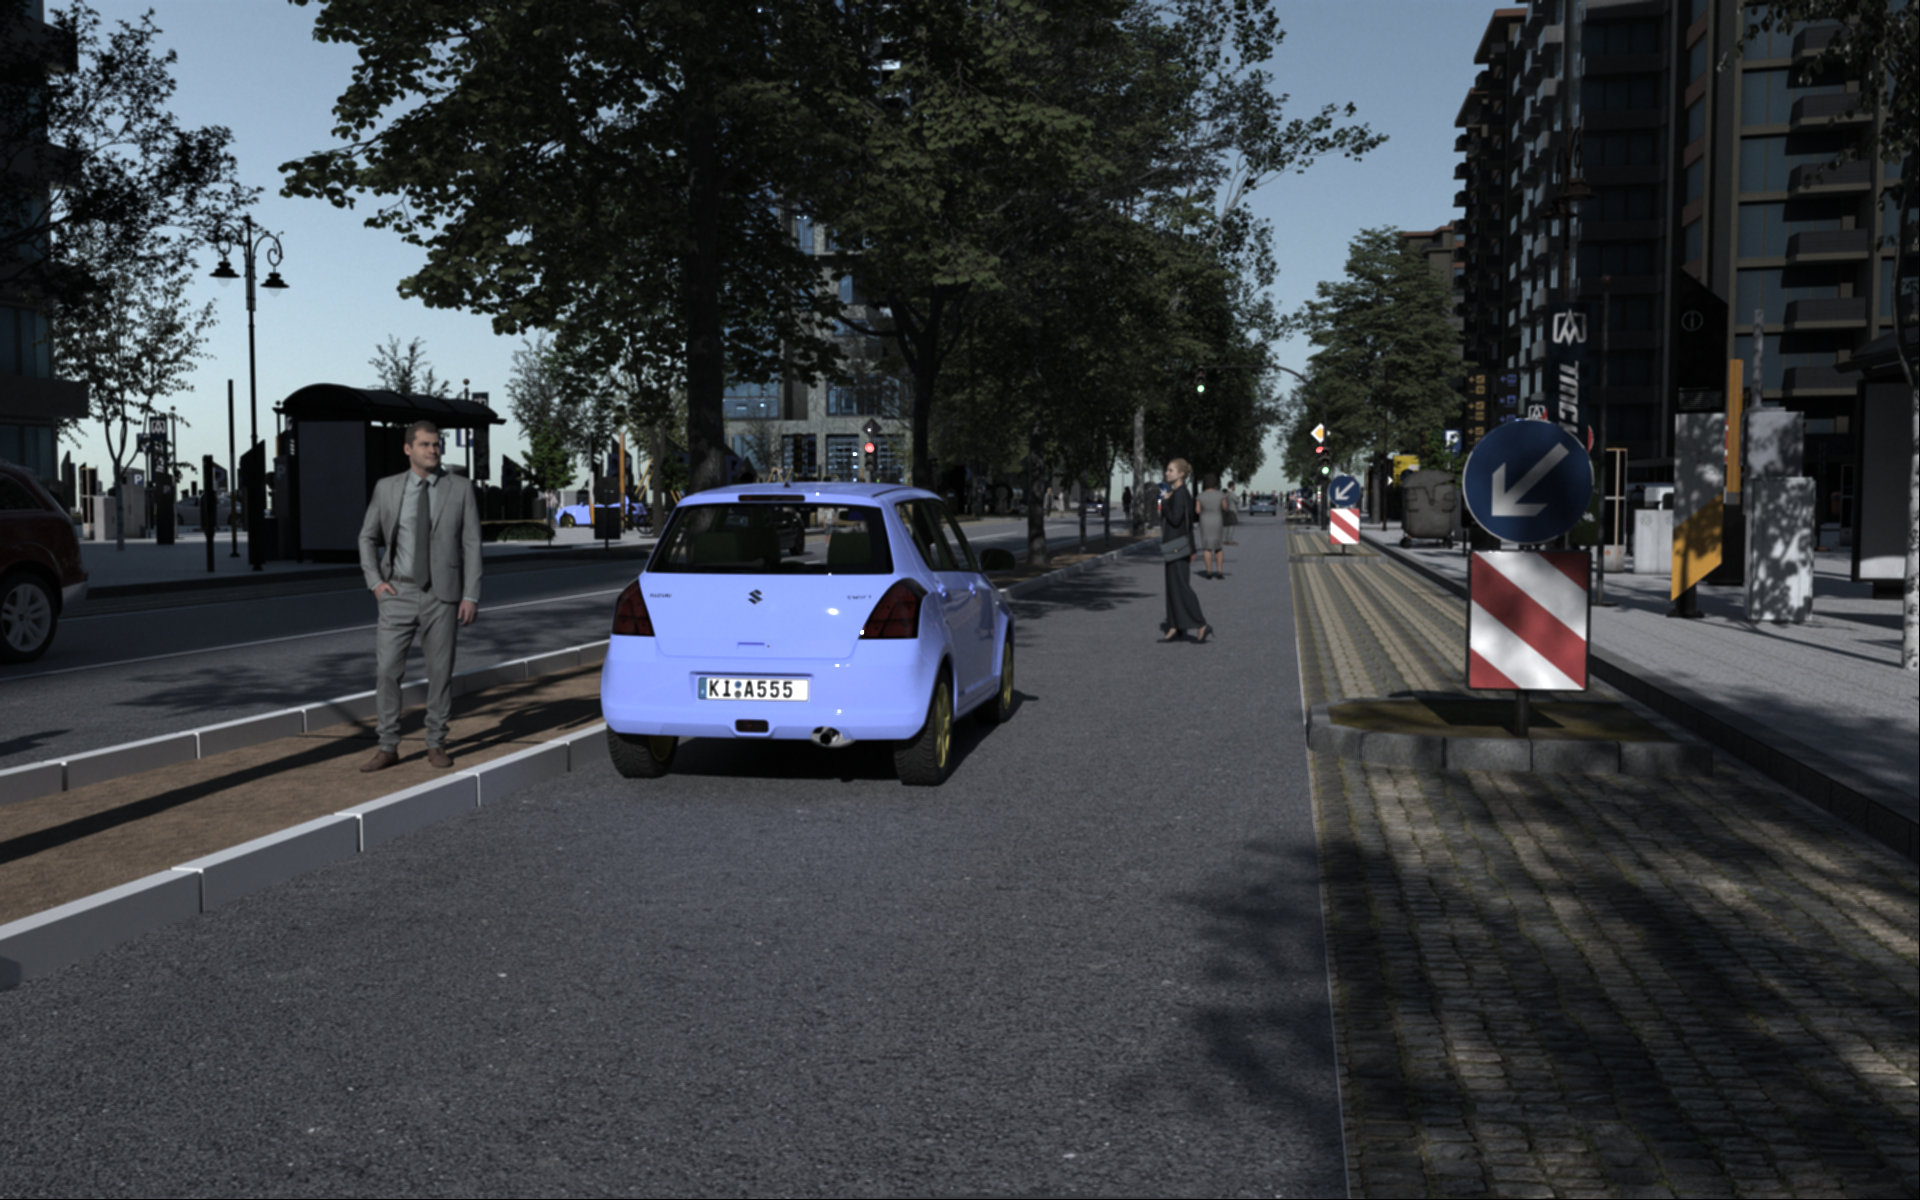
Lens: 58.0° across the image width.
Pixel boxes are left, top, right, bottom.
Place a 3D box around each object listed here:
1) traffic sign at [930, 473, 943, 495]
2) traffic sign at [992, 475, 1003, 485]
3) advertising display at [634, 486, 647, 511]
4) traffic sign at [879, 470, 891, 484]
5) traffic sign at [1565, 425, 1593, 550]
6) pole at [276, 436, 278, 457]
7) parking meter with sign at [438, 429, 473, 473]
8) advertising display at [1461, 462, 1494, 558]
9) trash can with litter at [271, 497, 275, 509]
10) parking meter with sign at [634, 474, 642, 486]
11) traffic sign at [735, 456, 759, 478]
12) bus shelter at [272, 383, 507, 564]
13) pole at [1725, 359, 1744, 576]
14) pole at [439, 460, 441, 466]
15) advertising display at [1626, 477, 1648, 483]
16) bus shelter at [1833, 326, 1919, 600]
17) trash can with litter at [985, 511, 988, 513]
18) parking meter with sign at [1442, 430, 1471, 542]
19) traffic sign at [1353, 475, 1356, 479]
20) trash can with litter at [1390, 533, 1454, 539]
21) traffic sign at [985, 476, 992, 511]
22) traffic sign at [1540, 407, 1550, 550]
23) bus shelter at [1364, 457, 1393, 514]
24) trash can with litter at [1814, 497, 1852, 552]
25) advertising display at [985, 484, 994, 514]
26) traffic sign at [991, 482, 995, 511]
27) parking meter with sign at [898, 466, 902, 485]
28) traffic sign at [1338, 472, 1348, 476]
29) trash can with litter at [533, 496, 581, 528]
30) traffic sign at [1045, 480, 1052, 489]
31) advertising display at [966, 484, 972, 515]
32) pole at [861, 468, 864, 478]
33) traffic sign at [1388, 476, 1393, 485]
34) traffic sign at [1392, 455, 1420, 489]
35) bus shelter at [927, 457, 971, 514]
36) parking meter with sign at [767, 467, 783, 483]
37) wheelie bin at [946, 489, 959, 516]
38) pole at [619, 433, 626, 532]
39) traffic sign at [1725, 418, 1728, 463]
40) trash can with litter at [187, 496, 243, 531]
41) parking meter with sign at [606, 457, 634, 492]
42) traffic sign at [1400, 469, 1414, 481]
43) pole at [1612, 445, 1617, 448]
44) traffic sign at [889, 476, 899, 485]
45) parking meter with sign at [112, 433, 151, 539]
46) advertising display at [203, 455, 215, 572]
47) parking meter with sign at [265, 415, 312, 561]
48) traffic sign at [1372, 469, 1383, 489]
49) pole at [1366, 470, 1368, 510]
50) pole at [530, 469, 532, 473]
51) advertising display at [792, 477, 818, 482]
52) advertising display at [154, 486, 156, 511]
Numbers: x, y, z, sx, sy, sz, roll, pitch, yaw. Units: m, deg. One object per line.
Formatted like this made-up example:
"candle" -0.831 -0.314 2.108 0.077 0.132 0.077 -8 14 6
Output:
"traffic sign" -1.456 -6.524 106.780 0.768 2.556 0.104 1 4 12
"traffic sign" 2.431 -6.884 112.666 0.768 2.556 0.104 1 4 14
"advertising display" -24.398 -7.768 132.223 0.974 1.923 0.123 1 4 14
"traffic sign" -4.205 -5.789 94.661 0.884 2.594 0.081 1 4 15
"traffic sign" 9.889 -1.720 28.220 0.768 2.556 0.104 1 4 13
"pole" -23.896 -4.095 60.790 0.158 3.312 0.155 0 3 0
"parking meter with sign" -12.924 -2.956 44.599 0.543 3.016 1.738 -2 4 -33
"advertising display" 10.363 -1.795 34.570 0.123 1.923 0.974 -1 4 -22
"trash can with litter" -26.808 -3.379 66.299 2.233 1.210 1.678 -3 5 -40
"parking meter with sign" -27.939 -9.273 147.867 0.543 3.016 1.738 2 4 35
"traffic sign" -7.221 -3.592 58.728 0.884 2.594 0.081 1 4 15
"bus shelter" -11.149 -2.478 34.443 2.014 3.302 5.546 1 4 10
"pole" 11.754 -1.986 26.308 0.158 3.312 0.155 0 3 0
"pole" -28.460 -6.172 94.755 0.158 3.312 0.155 0 3 0
"advertising display" 26.033 -3.771 66.877 0.974 1.923 0.123 2 4 25
"bus shelter" 11.200 -1.499 18.437 2.014 3.302 5.546 1 4 10
"trash can with litter" 2.082 -6.531 117.836 1.678 1.210 2.233 -1 4 -15
"parking meter with sign" 13.549 -3.059 46.272 0.543 3.016 1.738 -1 4 -15
"traffic sign" 27.083 -7.294 119.254 0.884 2.594 0.081 1 4 16
"trash can with litter" 13.616 -2.359 49.620 2.233 1.210 1.678 3 5 41
"traffic sign" 1.918 -7.466 122.073 0.884 2.594 0.081 1 4 15
"traffic sign" 8.404 -1.512 24.718 0.884 2.594 0.081 1 4 12
"bus shelter" 28.584 -7.778 118.460 1.731 3.624 6.357 1 4 11
"trash can with litter" 19.314 -1.731 39.359 1.678 1.210 2.233 0 4 0
"advertising display" 2.027 -6.603 113.167 0.974 1.923 0.123 0 4 1
"traffic sign" 2.514 -7.559 124.771 0.795 2.450 0.064 1 4 17
"parking meter with sign" -4.552 -6.849 108.246 1.738 3.016 0.543 1 4 12
"traffic sign" 21.790 -6.010 98.375 0.768 2.556 0.104 1 4 12
"trash can with litter" -15.556 -3.344 65.731 2.233 1.210 1.678 -1 4 -9
"traffic sign" 6.526 -7.751 128.853 0.606 2.300 0.079 1 4 12
"advertising display" 0.571 -6.254 107.460 0.123 1.923 0.974 1 4 18
"pole" -7.722 -8.745 136.816 0.158 3.312 0.155 0 3 0
"traffic sign" 23.827 -5.858 96.960 0.795 2.450 0.064 1 4 15
"traffic sign" 23.469 -5.838 89.327 2.265 3.308 0.079 1 4 14
"bus shelter" -0.673 -7.258 109.949 1.731 3.624 6.357 1 4 10
"parking meter with sign" -12.307 -7.178 113.614 0.543 3.016 1.738 -3 5 -42
"wheelie bin" -0.467 -5.687 100.890 0.693 1.594 0.980 -1 4 -11
"pole" -11.342 -3.938 58.228 0.158 3.312 0.155 0 3 0
"traffic sign" 12.621 -1.759 28.861 0.768 2.556 0.104 1 4 17
"trash can with litter" -26.064 -3.016 60.374 1.678 1.210 2.233 0 4 -2
"parking meter with sign" -16.393 -5.217 81.562 1.738 3.016 0.543 1 4 17
"traffic sign" 22.769 -5.382 88.094 0.768 2.556 0.104 1 4 18
"pole" 26.987 -4.749 71.485 0.158 3.312 0.155 0 3 0
"traffic sign" -3.661 -5.731 95.830 0.606 2.300 0.079 1 4 11
"parking meter with sign" -24.045 -3.309 50.355 1.738 3.016 0.543 3 4 36
"advertising display" -12.501 -1.444 28.829 0.123 1.923 0.974 -2 4 -25
"parking meter with sign" -13.041 -2.301 33.890 0.543 3.016 1.738 2 4 27
"traffic sign" 21.393 -5.395 88.315 0.768 2.556 0.104 1 4 17
"pole" 32.728 -8.878 138.998 0.158 3.312 0.155 0 3 0
"pole" -25.958 -6.778 104.664 0.158 3.312 0.155 0 3 0
"advertising display" -5.833 -3.667 65.174 0.974 1.923 0.123 0 4 -7
"advertising display" -62.258 -7.855 133.634 0.123 1.923 0.974 0 4 8
